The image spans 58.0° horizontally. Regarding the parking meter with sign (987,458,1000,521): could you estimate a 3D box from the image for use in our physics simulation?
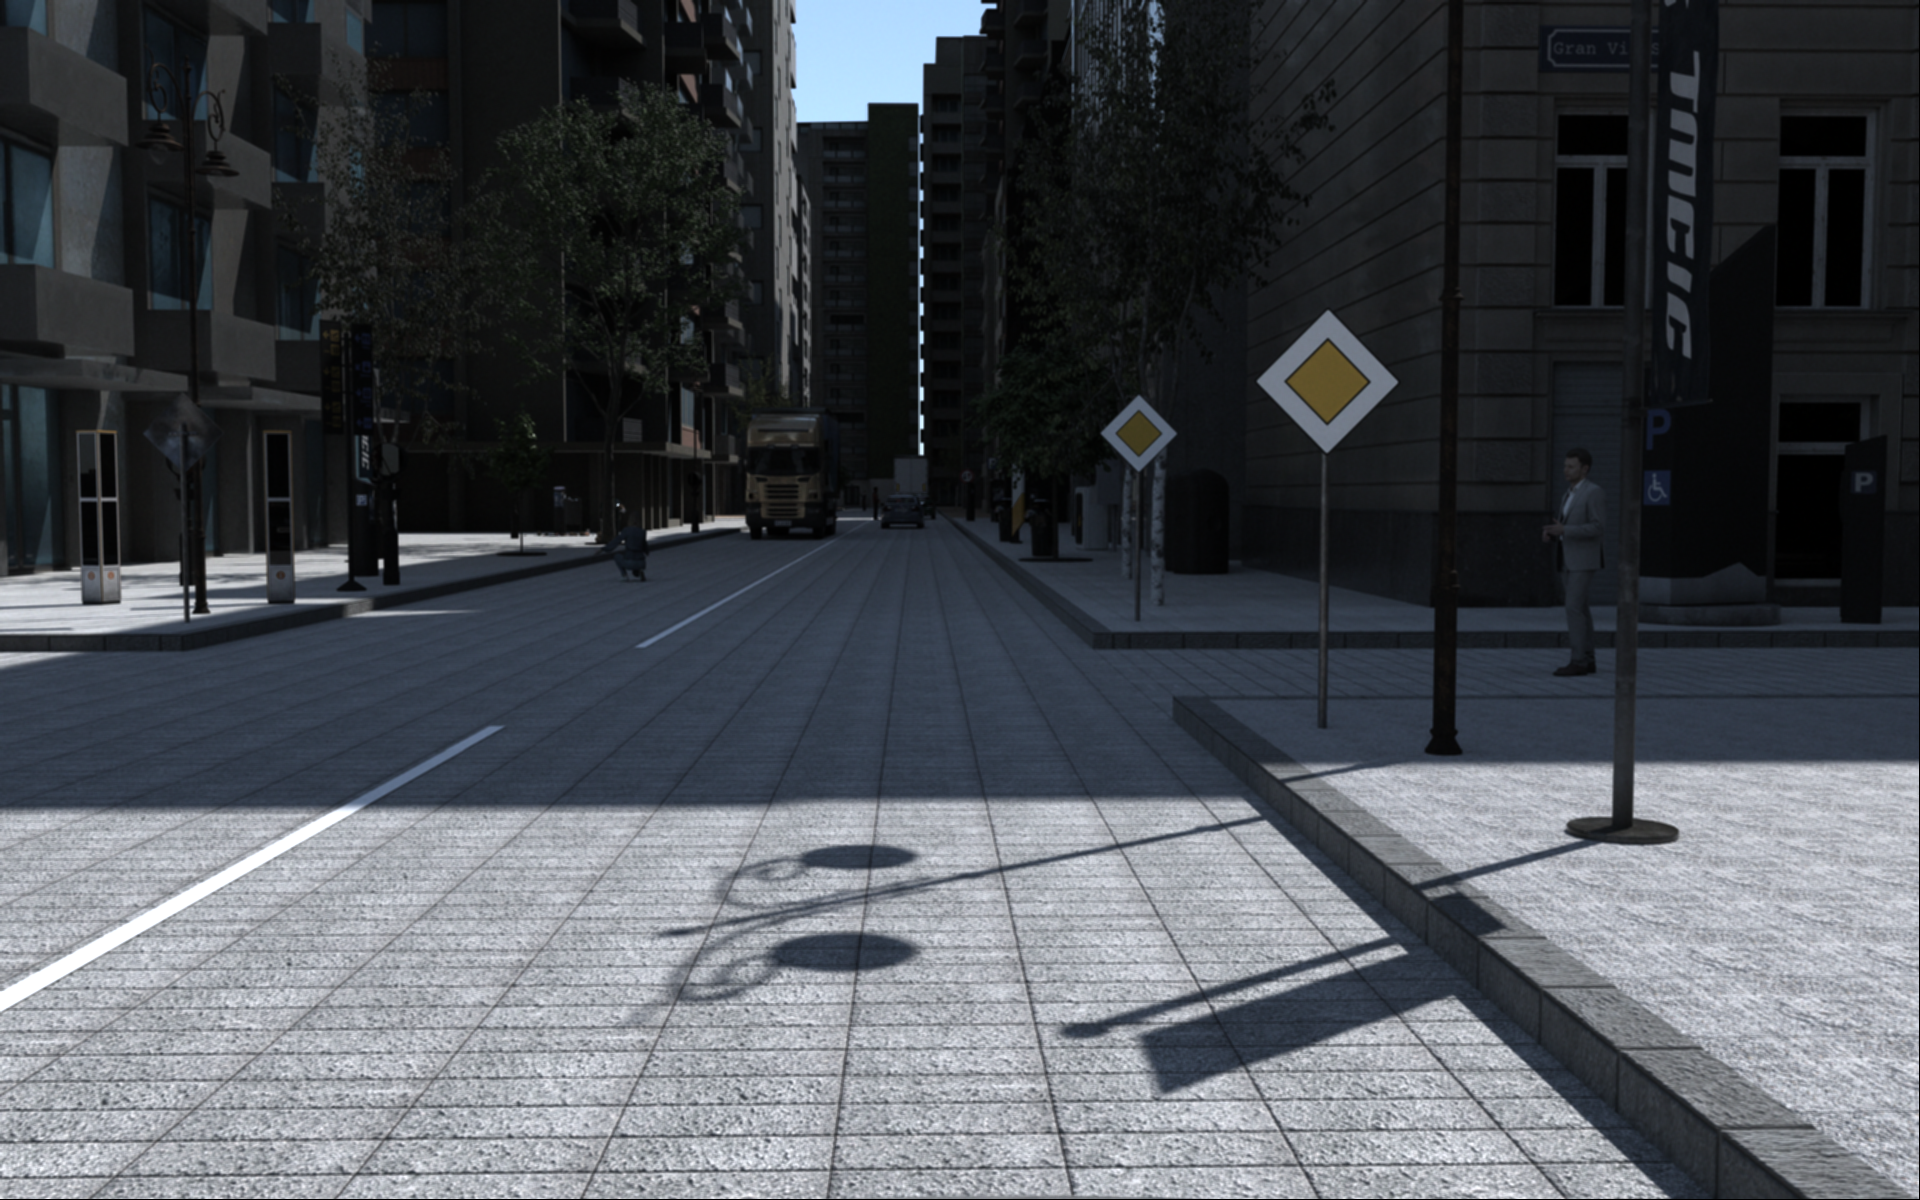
[{"bbox_3d":[1.632,-5.249,82.083,0.543,3.016,1.738,0,4,-5],"label":"parking meter with sign"}]

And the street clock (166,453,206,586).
[{"bbox_3d":[-10.801,-1.202,24.224,0.471,2.002,0.358,0,4,6],"label":"street clock"}]

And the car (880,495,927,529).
[{"bbox_3d":[-2.410,-3.744,73.221,2.014,1.417,4.499,0,4,0],"label":"car"}]

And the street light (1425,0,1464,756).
[{"bbox_3d":[2.396,-2.178,8.405,0.468,5.910,1.993,0,4,-1],"label":"street light"}]

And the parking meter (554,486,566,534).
[{"bbox_3d":[-12.830,-2.881,55.518,0.372,1.533,0.369,0,3,0],"label":"parking meter"}]

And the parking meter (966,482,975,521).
[{"bbox_3d":[0.516,-4.708,82.690,0.255,1.863,0.399,3,5,40],"label":"parking meter"}]

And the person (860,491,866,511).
[{"bbox_3d":[-8.439,-8.618,150.214,0.742,1.727,0.445,1,4,23],"label":"person"}]

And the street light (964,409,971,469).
[{"bbox_3d":[0.427,-7.293,92.022,0.468,5.910,1.993,0,4,-1],"label":"street light"}]

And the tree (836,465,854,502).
[{"bbox_3d":[-12.064,-11.363,169.502,4.285,4.588,4.351,0,3,0],"label":"tree"}]

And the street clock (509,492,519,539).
[{"bbox_3d":[-12.852,-2.775,49.933,0.358,2.002,0.471,-2,4,-28],"label":"street clock"}]

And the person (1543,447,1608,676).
[{"bbox_3d":[4.841,-0.311,13.788,0.583,1.804,0.606,-1,4,-11],"label":"person"}]

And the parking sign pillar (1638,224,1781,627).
[{"bbox_3d":[7.472,-1.765,17.327,1.447,3.967,1.447,-2,4,-24],"label":"parking sign pillar"}]

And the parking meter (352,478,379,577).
[{"bbox_3d":[-9.293,-1.140,27.055,0.372,1.533,0.369,0,3,0],"label":"parking meter"}]

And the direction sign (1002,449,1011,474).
[{"bbox_3d":[2.085,-4.690,68.683,0.876,3.537,0.379,2,4,25],"label":"direction sign"}]

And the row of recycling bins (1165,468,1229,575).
[{"bbox_3d":[3.940,-1.355,29.265,1.069,1.692,3.534,0,4,4],"label":"row of recycling bins"}]

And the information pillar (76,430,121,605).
[{"bbox_3d":[-10.004,-0.956,20.125,0.304,2.012,0.304,1,4,16],"label":"information pillar"}]

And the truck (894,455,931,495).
[{"bbox_3d":[-3.598,-8.630,130.015,2.839,4.237,11.283,0,4,-1],"label":"truck"}]

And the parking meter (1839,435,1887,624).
[{"bbox_3d":[8.956,-0.703,17.210,0.399,1.863,0.255,2,4,31],"label":"parking meter"}]

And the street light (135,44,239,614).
[{"bbox_3d":[-8.150,-2.791,18.427,0.468,5.910,1.993,0,4,-1],"label":"street light"}]

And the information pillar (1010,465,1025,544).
[{"bbox_3d":[1.506,-3.275,44.905,0.183,3.616,0.504,-2,4,-31],"label":"information pillar"}]

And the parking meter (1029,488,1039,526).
[{"bbox_3d":[2.987,-3.766,69.981,0.372,1.533,0.369,0,3,0],"label":"parking meter"}]

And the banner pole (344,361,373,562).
[{"bbox_3d":[-11.359,-2.619,32.830,0.401,3.779,0.863,1,4,15],"label":"banner pole"}]

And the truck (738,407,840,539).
[{"bbox_3d":[-5.548,-4.247,58.360,2.839,4.237,11.283,0,4,-1],"label":"truck"}]

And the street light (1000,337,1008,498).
[{"bbox_3d":[1.345,-4.795,51.183,0.468,5.910,1.993,0,4,-1],"label":"street light"}]

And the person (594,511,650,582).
[{"bbox_3d":[-5.491,-0.883,28.428,1.012,1.151,0.738,-2,4,-26],"label":"person"}]

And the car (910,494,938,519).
[{"bbox_3d":[-2.306,-5.364,99.503,2.131,1.459,4.920,0,4,-1],"label":"car"}]

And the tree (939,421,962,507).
[{"bbox_3d":[-0.322,-13.390,169.292,4.737,8.622,4.395,0,3,0],"label":"tree"}]

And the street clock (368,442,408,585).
[{"bbox_3d":[-8.025,-1.213,24.395,0.471,2.002,0.358,0,4,-4],"label":"street clock"}]

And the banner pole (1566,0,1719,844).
[{"bbox_3d":[2.502,-0.989,6.189,0.401,3.779,0.863,0,4,-1],"label":"banner pole"}]

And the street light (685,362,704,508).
[{"bbox_3d":[-9.059,-5.288,59.254,0.468,5.910,1.993,0,4,-1],"label":"street light"}]

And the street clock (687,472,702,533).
[{"bbox_3d":[-8.783,-3.231,57.402,0.471,2.002,0.358,2,4,32],"label":"street clock"}]

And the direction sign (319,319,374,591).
[{"bbox_3d":[-8.084,-1.891,22.907,0.379,3.537,0.876,2,4,27],"label":"direction sign"}]

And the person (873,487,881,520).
[{"bbox_3d":[-4.651,-5.375,96.342,0.705,1.831,1.348,-1,4,-15],"label":"person"}]

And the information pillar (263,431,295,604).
[{"bbox_3d":[-7.972,-0.965,20.278,0.304,2.012,0.304,-1,4,-22],"label":"information pillar"}]
